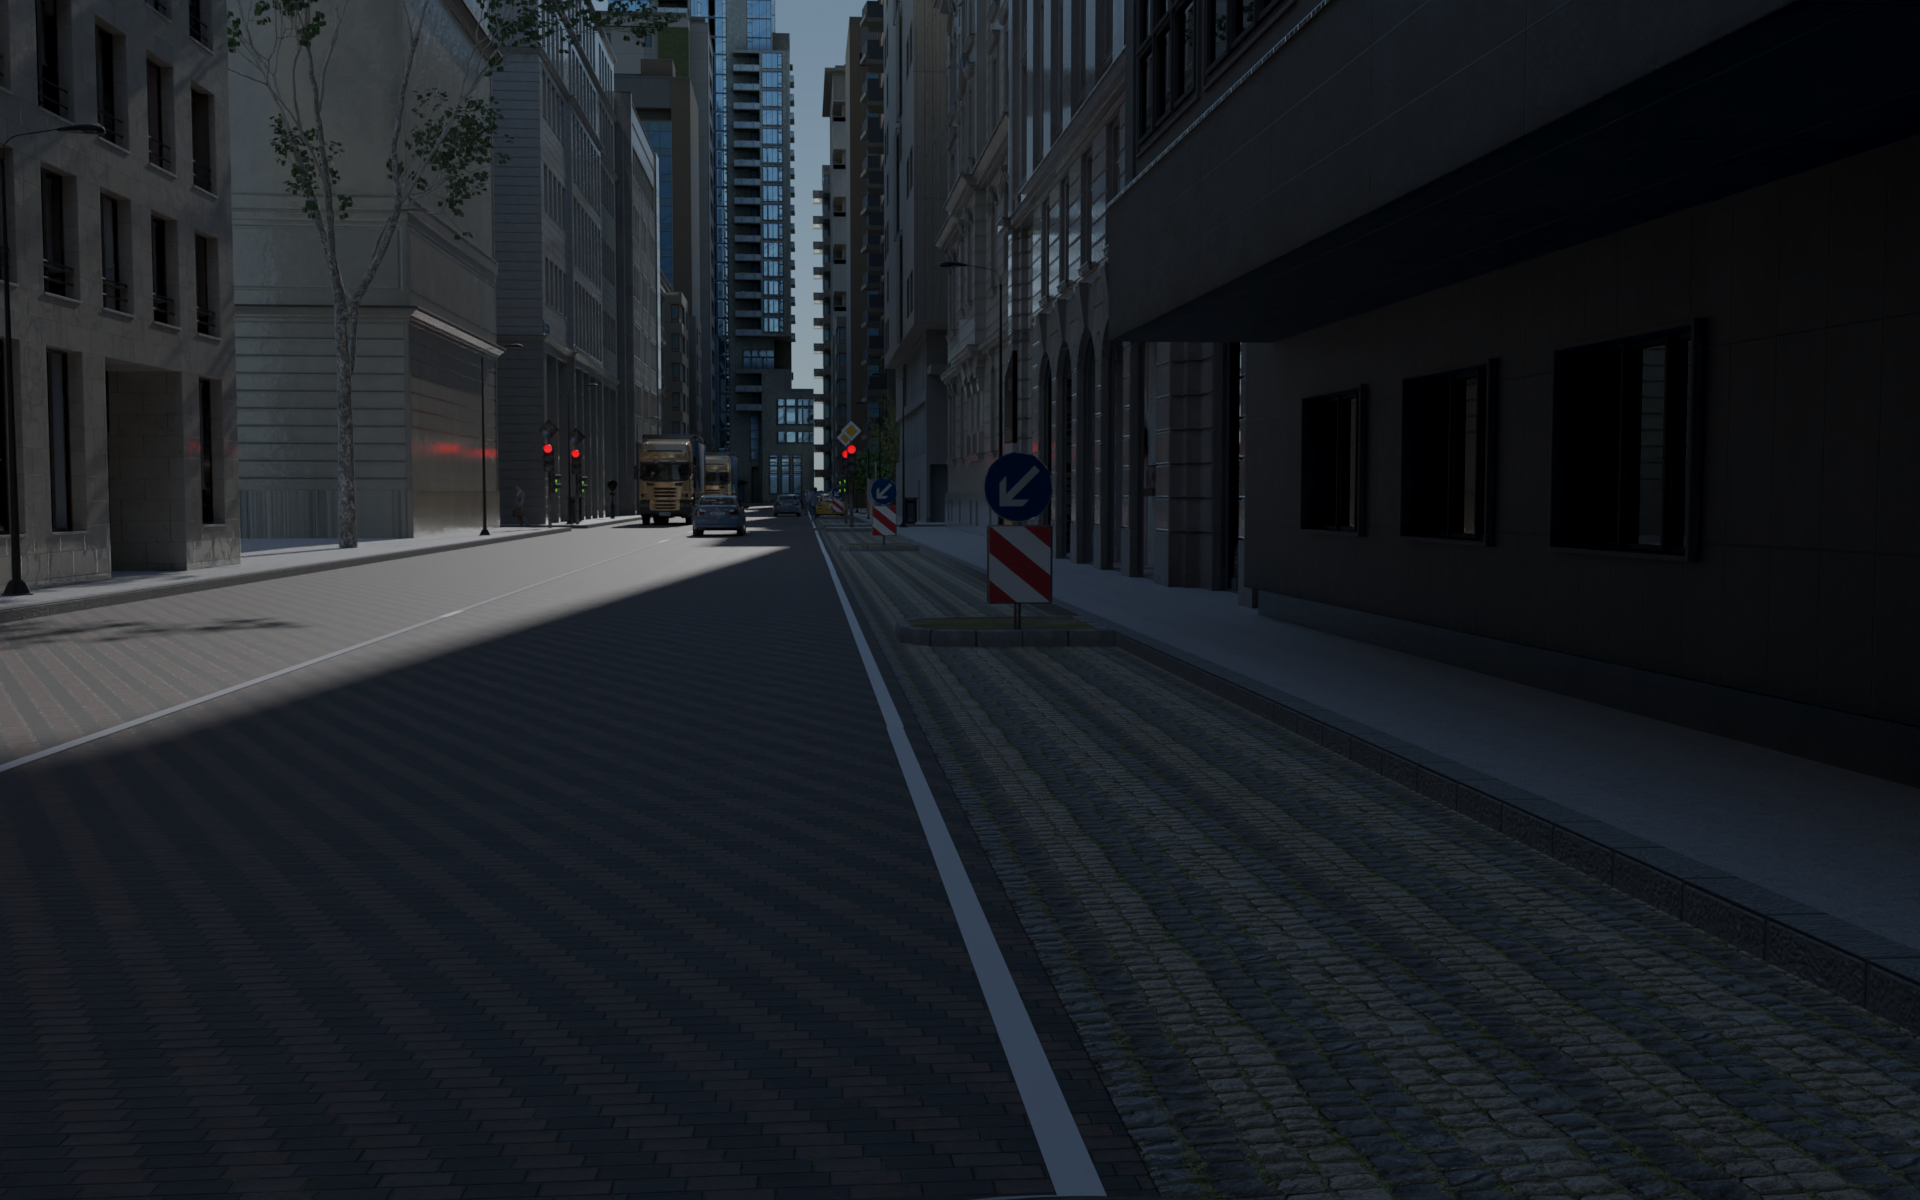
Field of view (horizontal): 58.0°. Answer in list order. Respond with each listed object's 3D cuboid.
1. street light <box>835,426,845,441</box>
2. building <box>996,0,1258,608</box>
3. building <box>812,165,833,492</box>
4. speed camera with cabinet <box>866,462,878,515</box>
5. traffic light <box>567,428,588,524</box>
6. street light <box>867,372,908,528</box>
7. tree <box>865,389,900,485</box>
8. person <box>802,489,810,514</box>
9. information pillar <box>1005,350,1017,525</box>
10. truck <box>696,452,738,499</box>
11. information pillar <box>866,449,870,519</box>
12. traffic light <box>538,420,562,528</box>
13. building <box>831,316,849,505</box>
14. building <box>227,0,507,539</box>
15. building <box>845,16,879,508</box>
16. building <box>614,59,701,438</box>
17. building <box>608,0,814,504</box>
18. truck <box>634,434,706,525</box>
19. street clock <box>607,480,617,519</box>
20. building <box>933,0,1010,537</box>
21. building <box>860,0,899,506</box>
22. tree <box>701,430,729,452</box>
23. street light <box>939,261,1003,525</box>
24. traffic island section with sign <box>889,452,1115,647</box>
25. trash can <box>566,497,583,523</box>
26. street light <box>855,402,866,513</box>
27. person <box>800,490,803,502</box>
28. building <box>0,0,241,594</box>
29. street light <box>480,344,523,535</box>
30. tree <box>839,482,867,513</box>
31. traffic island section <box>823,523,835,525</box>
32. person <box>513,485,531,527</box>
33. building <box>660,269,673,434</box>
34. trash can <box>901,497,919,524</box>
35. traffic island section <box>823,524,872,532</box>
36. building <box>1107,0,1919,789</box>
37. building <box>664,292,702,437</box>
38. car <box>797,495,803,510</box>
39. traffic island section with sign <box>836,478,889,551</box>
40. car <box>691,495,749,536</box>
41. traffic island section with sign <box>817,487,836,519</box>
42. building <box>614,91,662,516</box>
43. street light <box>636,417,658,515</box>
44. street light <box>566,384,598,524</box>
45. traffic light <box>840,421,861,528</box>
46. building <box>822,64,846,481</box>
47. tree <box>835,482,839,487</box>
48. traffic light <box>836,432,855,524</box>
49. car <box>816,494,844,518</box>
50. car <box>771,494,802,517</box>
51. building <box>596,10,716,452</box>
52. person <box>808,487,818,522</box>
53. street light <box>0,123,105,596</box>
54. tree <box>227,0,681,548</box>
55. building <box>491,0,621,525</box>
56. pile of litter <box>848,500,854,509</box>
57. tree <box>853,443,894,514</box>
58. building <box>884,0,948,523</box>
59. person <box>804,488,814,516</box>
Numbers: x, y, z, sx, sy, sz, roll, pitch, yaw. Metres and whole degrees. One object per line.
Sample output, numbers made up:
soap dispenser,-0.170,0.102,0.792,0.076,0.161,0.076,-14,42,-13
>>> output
street light,-7.559,-8.898,118.019,1.470,5.913,1.316,0,4,-5
building,8.063,-11.557,30.755,13.314,21.916,24.055,0,4,-5
building,-5.490,-38.252,245.035,30.456,49.044,23.786,0,4,-5
speed camera with cabinet,-5.428,-6.861,106.512,0.660,3.252,2.038,0,4,-6
traffic light,-16.161,-5.149,73.108,0.839,4.253,0.868,0,4,-5
street light,-2.702,-5.736,66.322,1.470,5.913,1.316,0,4,-5
tree,-4.296,-10.292,118.635,4.737,8.622,4.395,0,3,0
person,-10.778,-6.891,121.444,0.520,1.790,0.573,-2,4,-31
information pillar,0.839,-2.268,28.440,0.183,3.616,0.504,-1,4,-14
truck,-16.682,-7.931,118.587,2.839,4.237,11.283,0,4,-5
information pillar,-4.736,-5.996,89.392,0.183,3.616,0.504,0,4,-6
traffic light,-15.432,-4.663,65.156,0.839,4.253,0.868,0,4,-5
building,0.450,-20.748,184.274,27.650,21.520,28.899,0,4,-5
building,-30.696,-13.591,55.497,30.059,22.955,16.112,0,4,-5
building,-3.520,-31.283,161.586,14.600,45.320,14.200,0,4,-5
building,-34.787,-32.565,182.553,14.600,45.320,14.200,0,4,-5
building,-36.028,-56.717,239.988,31.000,86.520,22.319,0,4,-5
truck,-13.849,-5.794,83.648,2.839,4.237,11.283,0,4,-5
street clock,-18.046,-5.221,89.938,0.471,2.002,0.358,-2,4,-30
building,6.625,-16.363,54.925,14.401,28.519,23.554,0,4,-5
building,3.523,-29.404,135.377,22.147,44.769,28.867,0,4,-5
tree,-28.345,-15.230,199.371,4.360,8.622,3.978,0,3,0
street light,0.276,-3.803,34.719,1.470,5.913,1.316,0,4,-5
traffic island section with sign,0.377,-0.516,17.058,1.989,1.847,2.006,0,4,-5
trash can,-16.971,-3.954,76.298,0.748,1.137,0.748,0,3,0
street light,-4.566,-7.009,87.143,1.470,5.913,1.316,0,4,-5
person,-15.541,-9.842,169.506,0.705,1.814,1.350,1,4,17
building,-17.570,-10.246,22.281,10.420,20.320,16.860,0,4,-5
street light,-14.227,-4.964,53.696,1.470,5.913,1.316,0,4,-5
tree,-6.650,-7.384,115.335,1.663,3.219,1.824,0,3,0
traffic island section,-4.857,-3.180,74.271,2.009,0.180,2.903,0,4,-5
person,-17.838,-3.766,70.194,0.853,1.813,0.709,-3,5,-42
building,-28.403,-18.088,131.899,11.583,22.565,21.152,0,4,-5
trash can,-2.136,-3.808,73.914,0.748,1.137,0.748,0,3,0
traffic island section,-4.128,-2.693,66.319,2.009,0.180,2.903,0,4,-5
building,9.555,-13.012,6.250,14.314,27.812,24.014,0,4,-5
building,-38.833,-19.344,161.311,27.650,21.520,28.899,0,4,-5
car,-15.457,-9.068,160.843,1.945,1.354,3.894,0,4,-5
traffic island section with sign,-2.069,-2.157,43.903,1.989,1.847,2.006,0,4,-5
car,-8.353,-2.949,60.218,2.014,1.417,4.499,0,4,-5
traffic island section with sign,-7.099,-5.513,98.768,1.989,1.847,2.006,0,4,-5
building,-26.146,-17.947,111.448,12.078,24.808,19.932,0,4,-5
street light,-18.836,-8.050,104.162,1.470,5.913,1.316,0,4,-5
street light,-15.944,-6.148,73.053,1.470,5.913,1.316,0,4,-5
traffic light,-4.169,-4.727,66.201,0.839,4.253,0.868,0,4,-5
building,-2.186,-38.076,211.776,28.713,52.752,27.495,0,4,-5
tree,-9.957,-9.691,153.053,1.663,3.219,1.824,0,3,0
traffic light,-4.898,-5.213,74.153,0.839,4.253,0.868,0,4,-5
car,-7.777,-5.717,103.698,2.015,1.641,3.980,0,4,-6
car,-11.102,-6.066,111.182,2.014,1.417,4.499,0,4,-7
building,-44.210,-40.893,210.606,28.212,58.520,21.231,0,4,-5
person,-7.539,-4.911,89.067,0.793,1.790,0.793,1,4,10
street light,-11.422,-3.015,21.830,1.470,5.913,1.316,0,4,-5
tree,-13.221,-11.268,40.121,12.611,20.169,13.585,0,3,0
building,-24.151,-18.883,86.234,11.434,29.767,29.804,0,4,-5
pile of litter,-9.449,-8.130,146.895,1.176,0.858,1.719,0,4,-6
tree,-5.760,-7.811,111.417,4.285,4.588,4.351,0,3,0
building,9.672,-30.543,88.623,27.495,52.752,28.713,0,4,-5
person,-9.963,-6.484,114.384,0.748,1.841,0.638,1,4,16
